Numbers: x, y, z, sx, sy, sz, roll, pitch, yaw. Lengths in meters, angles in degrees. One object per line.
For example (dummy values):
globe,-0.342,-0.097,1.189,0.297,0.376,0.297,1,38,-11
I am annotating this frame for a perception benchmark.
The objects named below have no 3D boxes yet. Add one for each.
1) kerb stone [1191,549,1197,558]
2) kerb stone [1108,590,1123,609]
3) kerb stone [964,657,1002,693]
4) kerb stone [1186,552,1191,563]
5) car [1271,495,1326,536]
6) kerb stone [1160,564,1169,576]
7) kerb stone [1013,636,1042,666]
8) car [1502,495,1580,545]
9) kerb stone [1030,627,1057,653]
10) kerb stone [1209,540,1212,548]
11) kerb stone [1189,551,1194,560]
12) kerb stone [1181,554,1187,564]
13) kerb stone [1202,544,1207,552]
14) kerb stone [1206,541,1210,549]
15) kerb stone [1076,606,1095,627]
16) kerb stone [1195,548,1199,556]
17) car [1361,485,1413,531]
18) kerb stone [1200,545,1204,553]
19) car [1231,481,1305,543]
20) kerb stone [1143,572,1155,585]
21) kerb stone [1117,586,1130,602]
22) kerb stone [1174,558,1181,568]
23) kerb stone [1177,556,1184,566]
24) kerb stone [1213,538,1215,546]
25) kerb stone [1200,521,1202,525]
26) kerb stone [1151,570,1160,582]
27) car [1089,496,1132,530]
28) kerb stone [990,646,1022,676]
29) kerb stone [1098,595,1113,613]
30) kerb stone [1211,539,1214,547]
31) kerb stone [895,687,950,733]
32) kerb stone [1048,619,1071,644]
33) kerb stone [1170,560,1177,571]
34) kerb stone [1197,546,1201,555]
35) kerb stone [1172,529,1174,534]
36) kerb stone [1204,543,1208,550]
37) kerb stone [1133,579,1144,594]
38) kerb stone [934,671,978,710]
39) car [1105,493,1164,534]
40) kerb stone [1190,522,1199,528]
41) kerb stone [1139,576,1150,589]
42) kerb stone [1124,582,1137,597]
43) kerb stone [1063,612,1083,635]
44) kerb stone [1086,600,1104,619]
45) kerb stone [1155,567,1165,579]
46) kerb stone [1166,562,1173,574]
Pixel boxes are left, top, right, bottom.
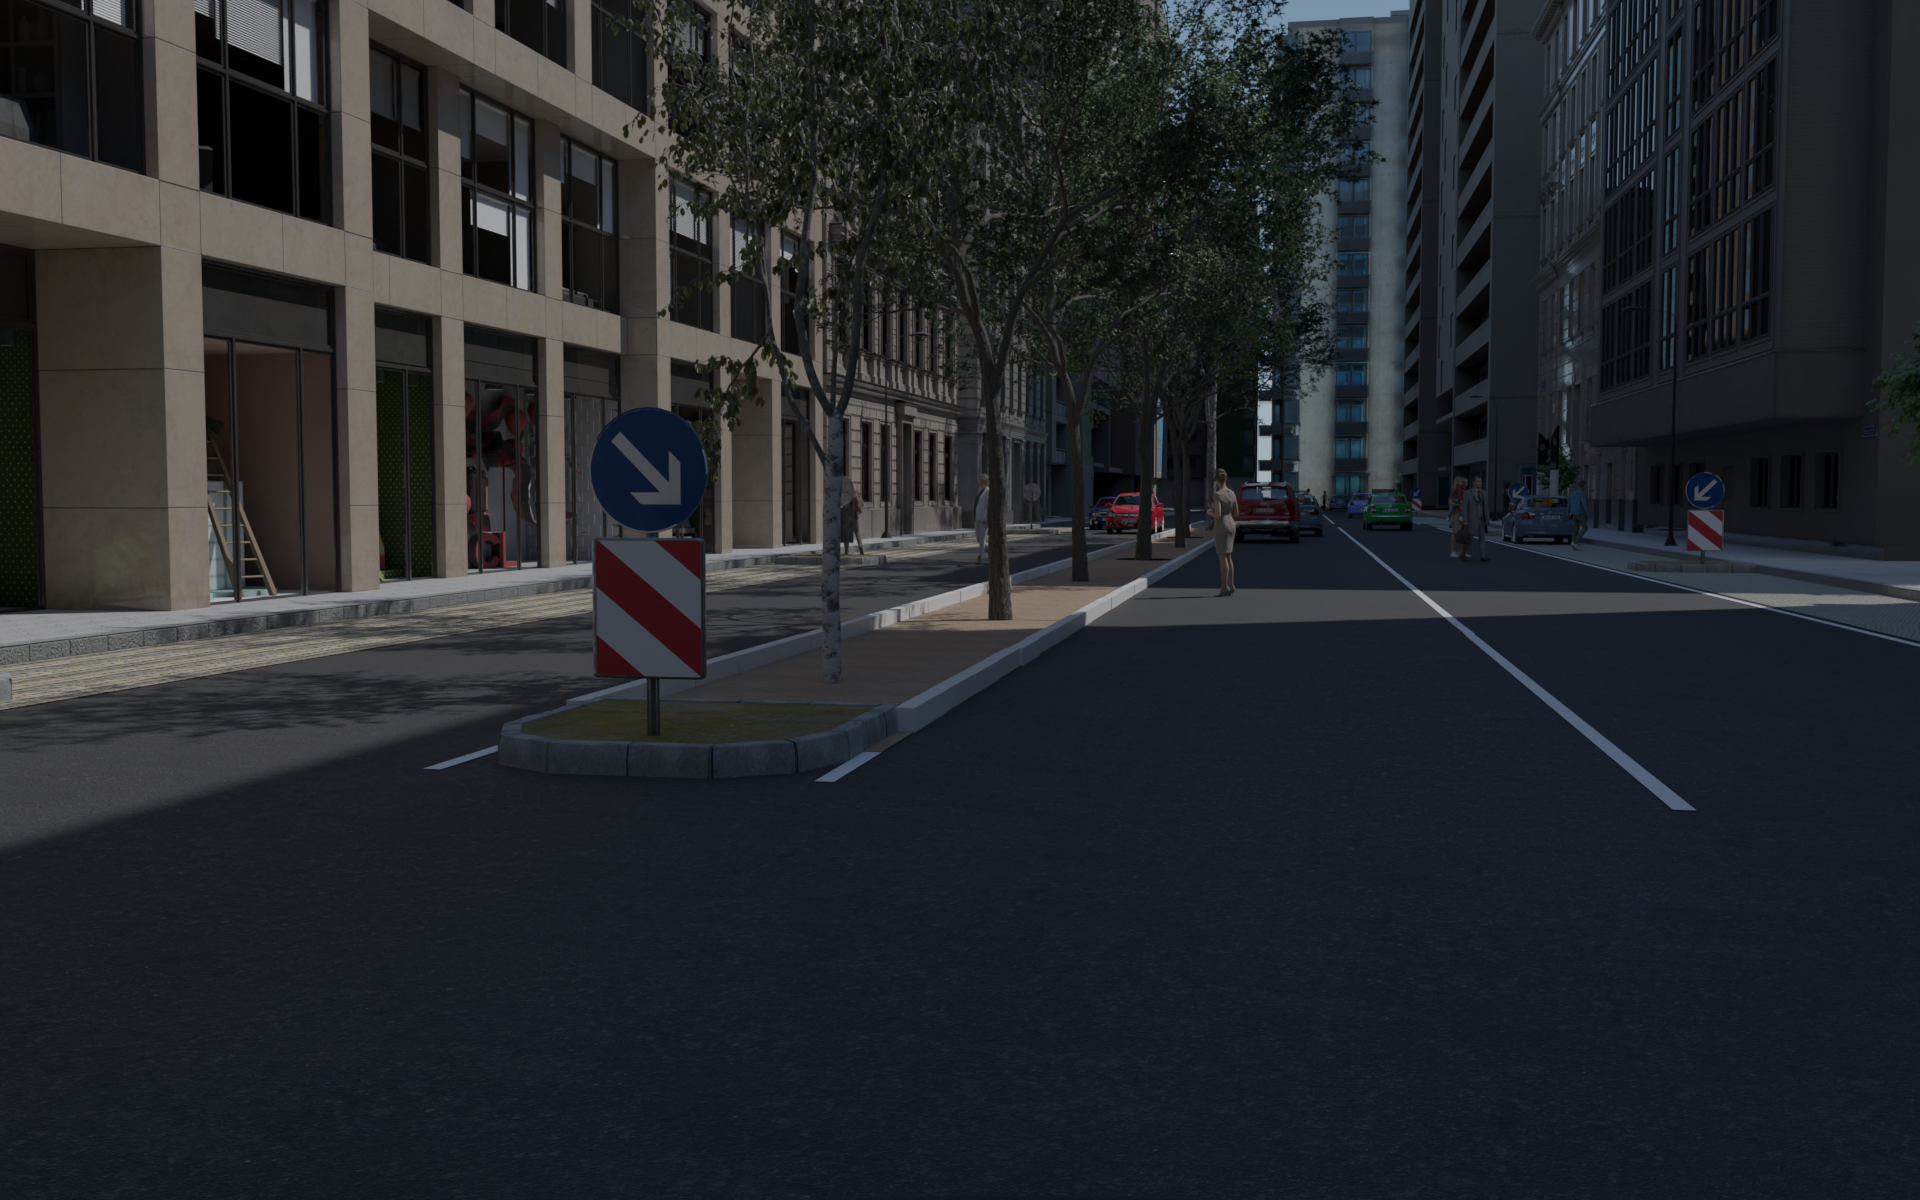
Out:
kerb stone,5.055,-0.967,38.049,0.120,0.150,1.000,1,4,11
kerb stone,1.920,0.014,21.966,0.120,0.150,1.000,1,4,11
kerb stone,0.151,0.569,12.892,0.120,0.150,1.000,1,4,11
kerb stone,4.659,-0.846,36.033,0.120,0.150,1.000,1,4,11
car,11.672,-2.936,60.011,2.014,1.417,4.499,1,4,11
kerb stone,3.485,-0.478,30.009,0.120,0.150,1.000,1,4,11
kerb stone,0.556,0.446,14.910,0.120,0.150,1.000,1,4,11
car,16.828,-2.340,50.261,2.014,1.417,4.499,1,4,11
kerb stone,0.738,0.384,15.919,0.120,0.150,1.000,1,4,11
kerb stone,6.417,-1.401,45.103,0.120,0.150,1.000,1,4,11
kerb stone,4.860,-0.905,37.045,0.120,0.150,1.000,1,4,11
kerb stone,4.455,-0.785,35.031,0.120,0.150,1.000,1,4,11
kerb stone,5.845,-1.216,42.079,0.120,0.150,1.000,1,4,11
kerb stone,6.224,-1.340,44.099,0.120,0.150,1.000,1,4,11
kerb stone,1.328,0.199,18.940,0.120,0.150,1.000,1,4,11
kerb stone,5.248,-1.028,39.059,0.120,0.150,1.000,1,4,11
car,17.078,-3.699,69.277,1.959,1.807,4.718,1,4,10
kerb stone,5.641,-1.154,41.070,0.120,0.150,1.000,1,4,11
car,9.279,-2.679,52.476,2.281,1.827,5.304,1,4,11
kerb stone,2.892,-0.294,26.999,0.120,0.150,1.000,1,4,11
kerb stone,2.111,-0.048,22.981,0.120,0.150,1.000,1,4,11
kerb stone,4.075,-0.662,33.022,0.120,0.150,1.000,1,4,11
kerb stone,4.267,-0.724,34.026,0.120,0.150,1.000,1,4,11
kerb stone,6.824,-1.521,47.122,0.120,0.150,1.000,1,4,11
kerb stone,10.643,-3.393,77.711,0.120,0.150,1.000,1,4,11
kerb stone,3.088,-0.355,28.003,0.120,0.150,1.000,1,4,11
car,6.257,-3.536,70.388,1.945,1.354,3.894,1,4,11
kerb stone,0.339,0.507,13.901,0.120,0.150,1.000,1,4,11
kerb stone,1.714,0.075,20.965,0.120,0.150,1.000,1,4,11
kerb stone,6.616,-1.462,46.121,0.120,0.150,1.000,1,4,11
kerb stone,-0.239,0.692,10.883,0.120,0.150,1.000,1,4,11
kerb stone,0.939,0.322,16.930,0.120,0.150,1.000,1,4,11
kerb stone,3.874,-0.601,32.019,0.120,0.150,1.000,1,4,11
kerb stone,5.438,-1.093,40.068,0.120,0.150,1.000,1,4,11
kerb stone,7.302,-2.348,60.588,0.120,0.150,1.000,1,4,11
kerb stone,6.032,-1.278,43.084,0.120,0.150,1.000,1,4,11
kerb stone,2.509,-0.169,24.991,0.120,0.150,1.000,1,4,11
kerb stone,-0.047,0.630,11.887,0.120,0.150,1.000,1,4,11
car,6.417,-3.317,63.277,2.155,1.783,4.494,1,4,12
kerb stone,10.249,-3.272,75.700,0.120,0.150,1.000,1,4,11
kerb stone,2.706,-0.228,25.994,0.120,0.150,1.000,1,4,11
kerb stone,2.307,-0.109,23.985,0.120,0.150,1.000,1,4,11
kerb stone,1.131,0.263,17.937,0.120,0.150,1.000,1,4,11
kerb stone,1.519,0.137,19.958,0.120,0.150,1.000,1,4,11
kerb stone,3.286,-0.416,29.006,0.120,0.150,1.000,1,4,11
kerb stone,3.677,-0.539,31.013,0.120,0.150,1.000,1,4,11
